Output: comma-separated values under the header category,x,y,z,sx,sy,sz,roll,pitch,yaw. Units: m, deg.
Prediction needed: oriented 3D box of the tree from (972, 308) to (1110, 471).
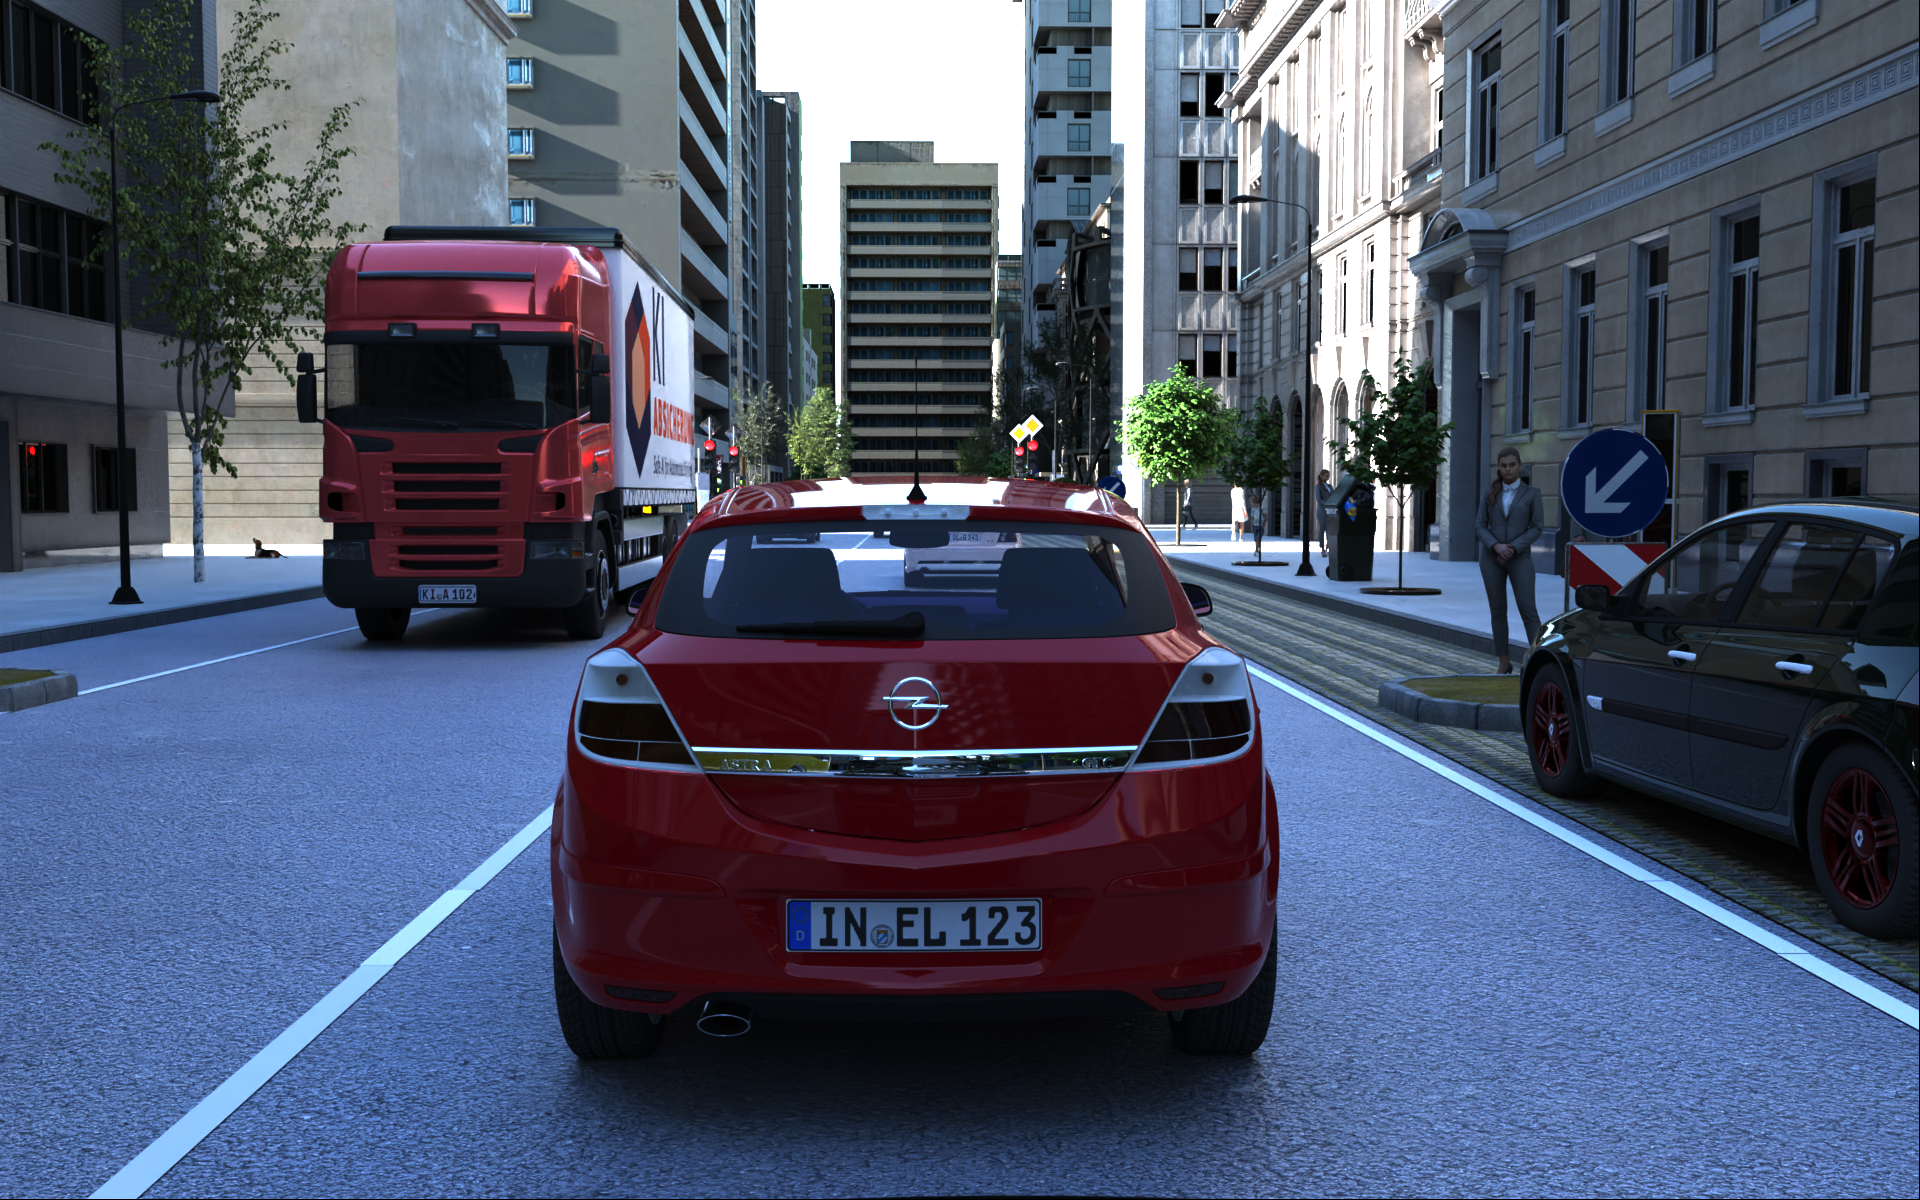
category,x,y,z,sx,sy,sz,roll,pitch,yaw
tree,4.648,-9.378,87.739,8.767,10.594,7.601,1,4,9

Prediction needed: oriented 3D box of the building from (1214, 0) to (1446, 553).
category,x,y,z,sx,sy,sz,roll,pitch,yaw
building,15.344,-12.484,45.913,13.314,21.916,24.055,0,4,-1

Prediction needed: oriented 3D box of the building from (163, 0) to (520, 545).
category,x,y,z,sx,sy,sz,roll,pitch,yaw
building,-31.049,-14.090,49.460,34.723,24.649,14.460,0,4,-1

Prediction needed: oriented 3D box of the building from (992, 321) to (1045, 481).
category,x,y,z,sx,sy,sz,roll,pitch,yaw
building,17.888,-20.962,187.759,27.650,21.520,28.899,0,4,-1

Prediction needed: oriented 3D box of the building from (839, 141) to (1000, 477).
category,x,y,z,sx,sy,sz,roll,pitch,yaw
building,-5.651,-37.725,240.510,21.600,48.544,21.300,0,4,-1

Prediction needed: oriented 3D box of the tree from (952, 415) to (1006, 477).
category,x,y,z,sx,sy,sz,roll,pitch,yaw
tree,1.890,-13.116,164.802,4.737,8.622,4.395,0,3,0

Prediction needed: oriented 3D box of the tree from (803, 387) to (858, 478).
category,x,y,z,sx,sy,sz,roll,pitch,yaw
tree,-14.414,-16.254,183.877,7.486,12.596,7.792,0,3,0

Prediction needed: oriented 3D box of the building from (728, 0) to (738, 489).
category,x,y,z,sx,sy,sz,roll,pitch,yaw
building,-26.751,-49.502,122.030,22.319,86.520,31.000,0,4,-1

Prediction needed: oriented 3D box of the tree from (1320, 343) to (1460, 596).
category,x,y,z,sx,sy,sz,roll,pitch,yaw
tree,5.744,-1.702,22.437,1.663,3.219,1.824,0,3,0

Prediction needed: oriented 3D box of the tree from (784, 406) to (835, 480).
category,x,y,z,sx,sy,sz,roll,pitch,yaw
tree,-12.798,-11.798,143.253,4.737,8.622,4.395,0,3,0

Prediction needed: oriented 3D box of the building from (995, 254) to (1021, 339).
category,x,y,z,sx,sy,sz,roll,pitch,yaw
building,11.196,-26.778,209.521,14.160,30.474,14.107,0,4,-1

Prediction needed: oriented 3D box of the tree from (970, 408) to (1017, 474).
category,x,y,z,sx,sy,sz,roll,pitch,yaw
tree,3.034,-11.458,137.692,4.360,8.622,3.978,0,3,0

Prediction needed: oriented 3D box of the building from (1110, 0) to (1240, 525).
category,x,y,z,sx,sy,sz,roll,pitch,yaw
building,17.305,-15.852,77.208,19.932,24.808,12.078,0,4,-1

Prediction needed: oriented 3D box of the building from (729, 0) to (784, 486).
category,x,y,z,sx,sy,sz,roll,pitch,yaw
building,-26.336,-43.682,152.454,20.563,71.187,20.611,0,4,-1

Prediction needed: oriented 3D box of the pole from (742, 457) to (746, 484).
category,x,y,z,sx,sy,sz,roll,pitch,yaw
pole,-11.895,-6.216,95.473,0.158,3.312,0.155,0,3,0

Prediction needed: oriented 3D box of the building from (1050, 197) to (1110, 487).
category,x,y,z,sx,sy,sz,roll,pitch,yaw
building,13.967,-18.813,126.673,14.460,24.649,34.723,0,4,-1

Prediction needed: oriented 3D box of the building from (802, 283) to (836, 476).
category,x,y,z,sx,sy,sz,roll,pitch,yaw
building,-24.172,-28.474,237.256,14.107,30.474,14.160,0,4,-1

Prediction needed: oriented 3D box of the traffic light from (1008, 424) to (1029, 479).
category,x,y,z,sx,sy,sz,roll,pitch,yaw
traffic light,2.333,-4.901,69.052,0.839,4.253,0.868,0,4,-1

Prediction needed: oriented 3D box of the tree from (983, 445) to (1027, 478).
category,x,y,z,sx,sy,sz,roll,pitch,yaw
tree,3.199,-8.102,116.187,4.285,4.588,4.351,0,3,0

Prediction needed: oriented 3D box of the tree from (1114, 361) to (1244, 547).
category,x,y,z,sx,sy,sz,roll,pitch,yaw
tree,5.312,-3.607,42.694,4.285,4.588,4.351,0,3,0

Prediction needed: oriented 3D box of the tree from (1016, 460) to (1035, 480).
category,x,y,z,sx,sy,sz,roll,pitch,yaw
tree,3.835,-6.434,99.794,1.663,3.219,1.824,0,3,0

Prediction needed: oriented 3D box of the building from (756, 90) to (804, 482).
category,x,y,z,sx,sy,sz,roll,pitch,yaw
building,-22.936,-29.797,170.774,14.154,41.232,14.086,0,4,-1

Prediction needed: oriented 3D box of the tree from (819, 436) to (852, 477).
category,x,y,z,sx,sy,sz,roll,pitch,yaw
tree,-14.614,-15.658,206.362,4.360,8.622,3.978,0,3,0

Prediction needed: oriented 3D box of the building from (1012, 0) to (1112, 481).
category,x,y,z,sx,sy,sz,roll,pitch,yaw
building,19.793,-34.829,158.700,28.713,52.752,27.495,0,4,-1

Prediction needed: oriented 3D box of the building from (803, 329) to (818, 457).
category,x,y,z,sx,sy,sz,roll,pitch,yaw
building,-31.946,-21.902,203.139,28.899,21.520,27.650,0,4,-1

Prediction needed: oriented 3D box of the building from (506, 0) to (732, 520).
category,x,y,z,sx,sy,sz,roll,pitch,yaw
building,-23.219,-28.225,85.182,21.300,48.544,21.600,0,4,-1

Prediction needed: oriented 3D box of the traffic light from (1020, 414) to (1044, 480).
category,x,y,z,sx,sy,sz,roll,pitch,yaw
traffic light,2.531,-4.413,61.070,0.839,4.253,0.868,0,4,-1

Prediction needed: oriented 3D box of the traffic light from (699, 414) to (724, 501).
category,x,y,z,sx,sy,sz,roll,pitch,yaw
traffic light,-8.726,-4.395,60.776,0.839,4.253,0.868,0,4,-1

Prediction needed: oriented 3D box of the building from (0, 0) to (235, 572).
category,x,y,z,sx,sy,sz,roll,pitch,yaw
building,-21.097,-12.248,19.327,14.314,24.678,30.058,0,4,-1

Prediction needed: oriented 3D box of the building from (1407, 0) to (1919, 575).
category,x,y,z,sx,sy,sz,roll,pitch,yaw
building,15.681,-14.536,23.571,13.634,28.700,20.117,0,4,-1

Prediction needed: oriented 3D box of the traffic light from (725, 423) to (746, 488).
category,x,y,z,sx,sy,sz,roll,pitch,yaw
traffic light,-8.924,-4.883,68.758,0.839,4.253,0.868,0,4,-1

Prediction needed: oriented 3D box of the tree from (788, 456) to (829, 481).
category,x,y,z,sx,sy,sz,roll,pitch,yaw
tree,-13.867,-10.900,161.920,4.285,4.588,4.351,0,3,0

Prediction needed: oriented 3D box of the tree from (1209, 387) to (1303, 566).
category,x,y,z,sx,sy,sz,roll,pitch,yaw
tree,5.522,-2.241,31.237,1.663,3.219,1.824,0,3,0

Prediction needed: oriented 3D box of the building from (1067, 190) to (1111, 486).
category,x,y,z,sx,sy,sz,roll,pitch,yaw
building,14.544,-14.234,100.176,16.820,18.784,16.811,0,4,-1
